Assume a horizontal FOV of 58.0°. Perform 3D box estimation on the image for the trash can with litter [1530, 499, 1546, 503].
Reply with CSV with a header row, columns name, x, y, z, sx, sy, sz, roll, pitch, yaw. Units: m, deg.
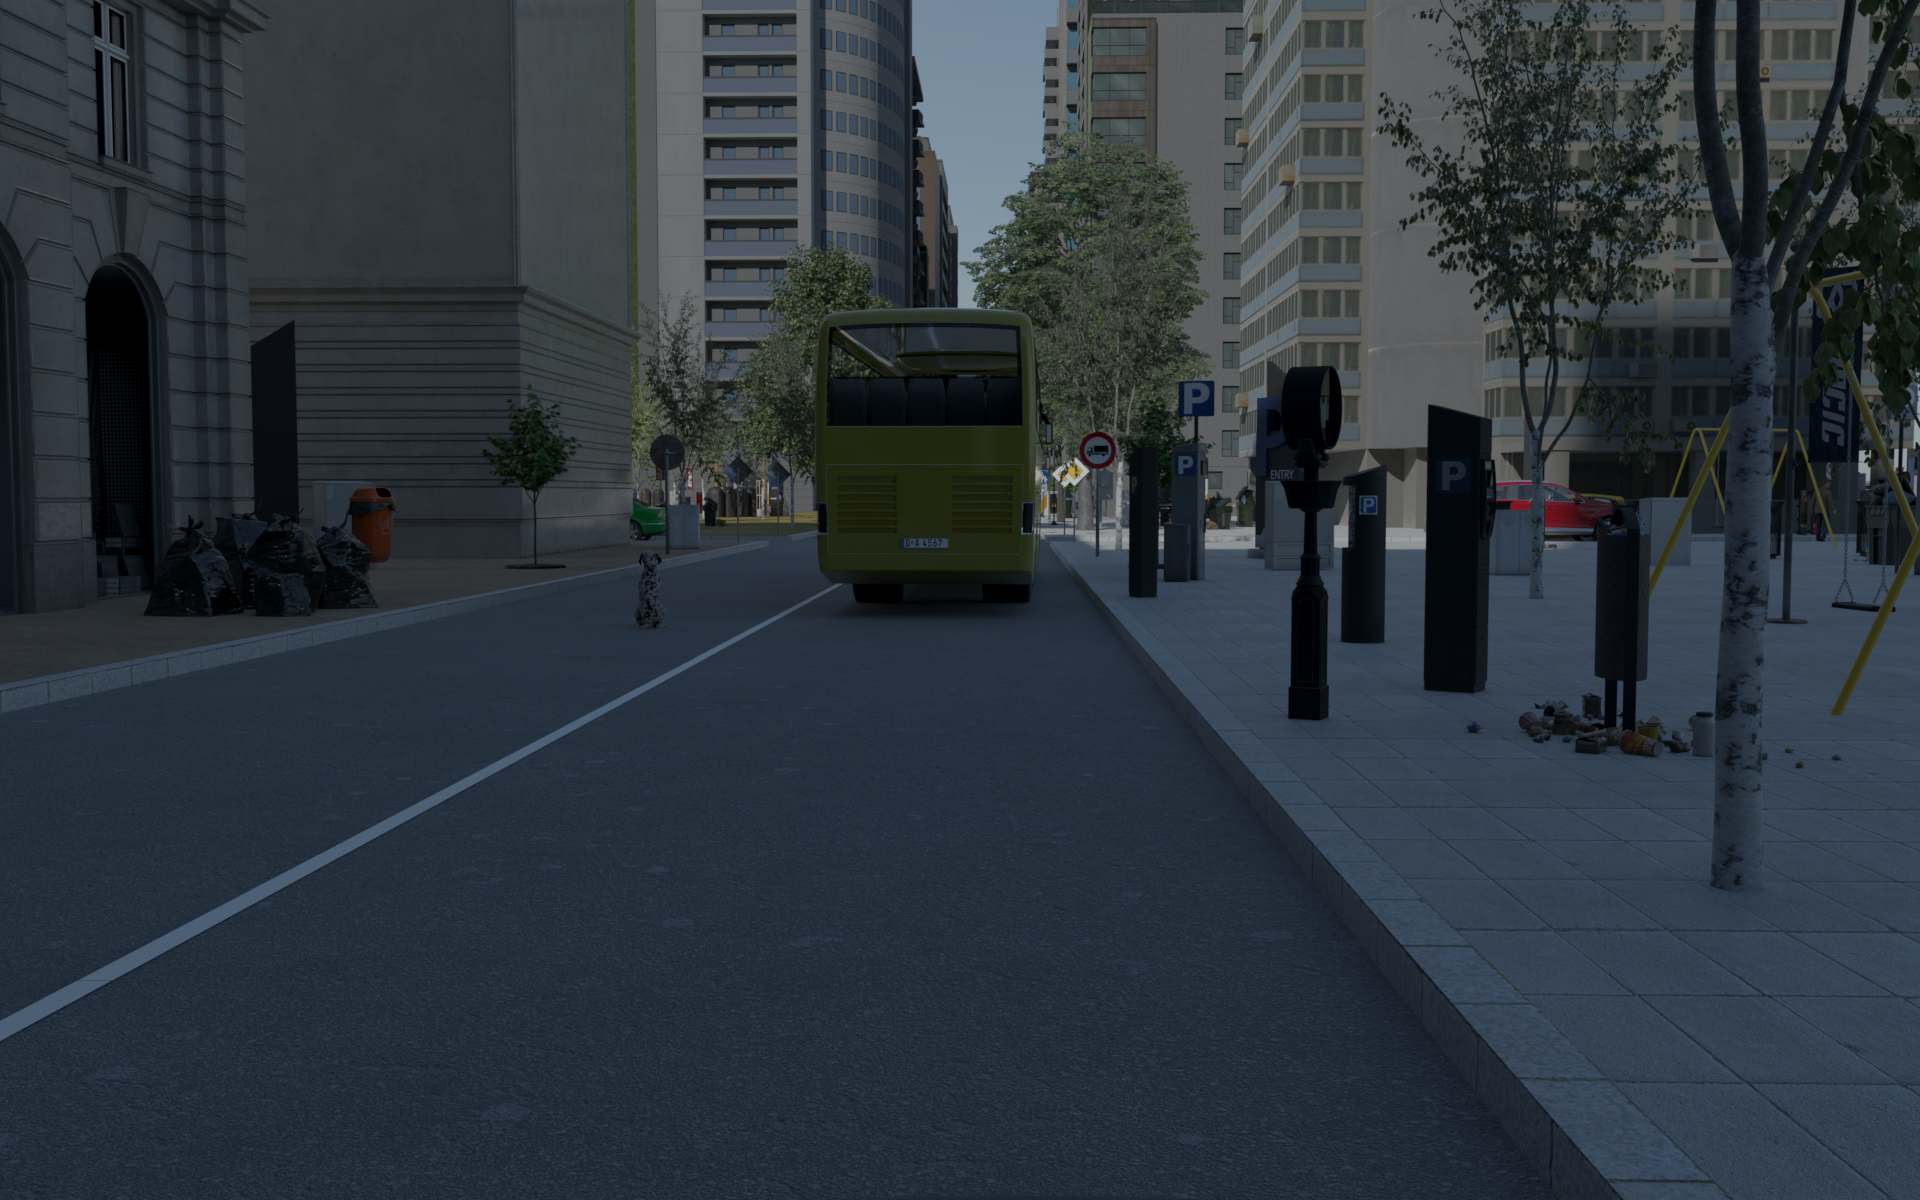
name,x,y,z,sx,sy,sz,roll,pitch,yaw
trash can with litter,13.366,-1.836,41.075,2.233,1.210,1.678,-3,4,-36

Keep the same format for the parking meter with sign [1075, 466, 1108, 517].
name,x,y,z,sx,sy,sz,roll,pitch,yaw
parking meter with sign,7.228,-6.061,95.360,1.738,3.016,0.543,1,4,12

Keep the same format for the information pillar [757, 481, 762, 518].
name,x,y,z,sx,sy,sz,roll,pitch,yaw
information pillar,-10.817,-5.469,93.908,0.304,2.012,0.304,-3,4,-38

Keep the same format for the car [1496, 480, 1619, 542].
name,x,y,z,sx,sy,sz,roll,pitch,yaw
car,16.079,-2.413,48.130,5.304,1.827,2.281,0,4,0

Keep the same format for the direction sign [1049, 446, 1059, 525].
name,x,y,z,sx,sy,sz,roll,pitch,yaw
direction sign,3.899,-4.877,71.729,0.379,3.537,0.876,0,4,0

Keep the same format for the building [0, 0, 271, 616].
name,x,y,z,sx,sy,sz,roll,pitch,yaw
building,-15.928,-10.407,11.959,13.314,21.916,24.055,0,4,2

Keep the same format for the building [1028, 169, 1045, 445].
name,x,y,z,sx,sy,sz,roll,pitch,yaw
building,25.206,-41.843,273.375,28.713,52.752,27.495,0,4,2

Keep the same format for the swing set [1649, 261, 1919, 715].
name,x,y,z,sx,sy,sz,roll,pitch,yaw
swing set,6.375,-0.842,11.384,2.862,2.851,3.119,0,4,-5

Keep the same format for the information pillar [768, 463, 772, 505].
name,x,y,z,sx,sy,sz,roll,pitch,yaw
information pillar,-13.457,-8.073,123.344,0.504,3.616,0.183,2,4,24

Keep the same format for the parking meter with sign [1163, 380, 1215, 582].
name,x,y,z,sx,sy,sz,roll,pitch,yaw
parking meter with sign,3.402,-1.815,25.934,0.543,3.016,1.738,1,4,17

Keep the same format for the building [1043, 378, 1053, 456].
name,x,y,z,sx,sy,sz,roll,pitch,yaw
building,17.624,-27.513,221.540,14.160,30.474,14.107,0,4,2

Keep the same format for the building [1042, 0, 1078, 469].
name,x,y,z,sx,sy,sz,roll,pitch,yaw
building,19.013,-33.275,163.648,23.786,49.044,30.456,0,4,2

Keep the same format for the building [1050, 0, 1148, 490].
name,x,y,z,sx,sy,sz,roll,pitch,yaw
building,17.712,-42.768,137.514,20.563,71.187,20.611,0,4,2

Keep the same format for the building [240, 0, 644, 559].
name,x,y,z,sx,sy,sz,roll,pitch,yaw
building,-18.306,-12.398,38.864,21.152,22.565,11.583,0,4,2

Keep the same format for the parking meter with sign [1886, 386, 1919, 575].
name,x,y,z,sx,sy,sz,roll,pitch,yaw
parking meter with sign,15.373,-1.885,27.078,0.543,3.016,1.738,-1,4,-18

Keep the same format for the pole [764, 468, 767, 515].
name,x,y,z,sx,sy,sz,roll,pitch,yaw
pole,-12.211,-7.009,108.442,0.158,3.312,0.155,0,3,0

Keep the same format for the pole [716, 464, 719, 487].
name,x,y,z,sx,sy,sz,roll,pitch,yaw
pole,-16.297,-7.491,116.313,0.158,3.312,0.155,0,3,0

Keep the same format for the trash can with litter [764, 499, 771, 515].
name,x,y,z,sx,sy,sz,roll,pitch,yaw
trash can with litter,-12.035,-5.844,106.934,1.055,1.170,0.624,-2,4,-25

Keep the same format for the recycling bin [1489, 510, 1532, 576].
name,x,y,z,sx,sy,sz,roll,pitch,yaw
recycling bin,8.772,-0.920,27.592,0.722,1.027,0.722,0,4,-4

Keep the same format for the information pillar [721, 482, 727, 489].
name,x,y,z,sx,sy,sz,roll,pitch,yaw
information pillar,-14.245,-6.122,104.580,0.304,2.012,0.304,-1,4,-22

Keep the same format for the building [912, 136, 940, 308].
name,x,y,z,sx,sy,sz,roll,pitch,yaw
building,-9.759,-34.894,220.631,14.600,45.320,14.200,0,4,2

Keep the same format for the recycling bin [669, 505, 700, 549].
name,x,y,z,sx,sy,sz,roll,pitch,yaw
recycling bin,-6.466,-1.714,40.578,0.722,1.027,0.722,-1,4,-9

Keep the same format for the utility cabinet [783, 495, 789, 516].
name,x,y,z,sx,sy,sz,roll,pitch,yaw
utility cabinet,-10.558,-5.570,102.236,0.306,1.237,1.020,3,5,42

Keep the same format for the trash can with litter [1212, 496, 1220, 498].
name,x,y,z,sx,sy,sz,roll,pitch,yaw
trash can with litter,10.897,-3.967,75.919,2.233,1.210,1.678,-3,5,-45

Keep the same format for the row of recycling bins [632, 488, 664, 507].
name,x,y,z,sx,sy,sz,roll,pitch,yaw
row of recycling bins,-23.151,-7.214,125.062,3.534,1.692,1.069,-1,4,-21

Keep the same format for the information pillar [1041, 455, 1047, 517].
name,x,y,z,sx,sy,sz,roll,pitch,yaw
information pillar,4.687,-6.480,97.295,0.504,3.616,0.183,-3,5,-41

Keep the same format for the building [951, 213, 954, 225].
name,x,y,z,sx,sy,sz,roll,pitch,yaw
building,-11.878,-39.789,274.248,21.300,48.544,21.600,0,4,2

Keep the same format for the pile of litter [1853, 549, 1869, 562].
name,x,y,z,sx,sy,sz,roll,pitch,yaw
pile of litter,17.912,-1.176,33.190,1.719,0.858,1.176,0,4,-5

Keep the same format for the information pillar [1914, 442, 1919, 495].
name,x,y,z,sx,sy,sz,roll,pitch,yaw
information pillar,42.744,-5.255,77.274,0.183,3.616,0.504,0,4,-4

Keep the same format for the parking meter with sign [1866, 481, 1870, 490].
name,x,y,z,sx,sy,sz,roll,pitch,yaw
parking meter with sign,52.867,-6.390,100.745,1.738,3.016,0.543,2,4,32

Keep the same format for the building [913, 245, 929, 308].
name,x,y,z,sx,sy,sz,roll,pitch,yaw
building,-10.767,-25.780,193.207,14.160,30.474,14.107,0,4,2

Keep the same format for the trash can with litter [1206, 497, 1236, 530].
name,x,y,z,sx,sy,sz,roll,pitch,yaw
trash can with litter,9.360,-3.118,62.363,1.055,1.170,0.624,-2,4,-30

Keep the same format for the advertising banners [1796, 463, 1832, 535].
name,x,y,z,sx,sy,sz,roll,pitch,yaw
advertising banners,26.946,-3.567,54.516,2.074,3.025,0.090,-2,4,-35

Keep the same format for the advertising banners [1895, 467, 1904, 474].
name,x,y,z,sx,sy,sz,roll,pitch,yaw
advertising banners,59.917,-7.089,112.097,2.074,3.025,0.090,1,4,19

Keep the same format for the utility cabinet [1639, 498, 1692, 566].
name,x,y,z,sx,sy,sz,roll,pitch,yaw
utility cabinet,12.683,-1.223,31.159,1.020,1.237,0.306,-2,4,-25

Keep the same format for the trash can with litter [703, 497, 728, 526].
name,x,y,z,sx,sy,sz,roll,pitch,yaw
trash can with litter,-9.724,-3.521,68.962,1.055,1.170,0.624,2,4,29

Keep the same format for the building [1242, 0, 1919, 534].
name,x,y,z,sx,sy,sz,roll,pitch,yaw
building,24.498,-23.178,70.845,23.993,40.220,32.217,0,4,2

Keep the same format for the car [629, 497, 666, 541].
name,x,y,z,sx,sy,sz,roll,pitch,yaw
car,-10.817,-2.557,50.611,4.718,1.807,1.959,0,4,1

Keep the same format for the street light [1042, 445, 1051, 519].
name,x,y,z,sx,sy,sz,roll,pitch,yaw
street light,4.620,-7.129,89.342,0.468,5.910,1.993,0,4,2

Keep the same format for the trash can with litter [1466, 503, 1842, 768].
name,x,y,z,sx,sy,sz,roll,pitch,yaw
trash can with litter,3.574,0.110,9.256,1.678,1.210,2.233,1,4,11

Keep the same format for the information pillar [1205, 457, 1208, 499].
name,x,y,z,sx,sy,sz,roll,pitch,yaw
information pillar,13.455,-6.377,95.612,0.504,3.616,0.183,3,4,36

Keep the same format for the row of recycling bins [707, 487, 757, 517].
name,x,y,z,sx,sy,sz,roll,pitch,yaw
row of recycling bins,-12.574,-5.458,96.356,1.069,1.692,3.534,3,4,39

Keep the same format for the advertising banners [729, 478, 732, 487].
name,x,y,z,sx,sy,sz,roll,pitch,yaw
advertising banners,-14.974,-7.311,115.729,0.090,3.025,2.074,2,4,24

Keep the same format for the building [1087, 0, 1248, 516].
name,x,y,z,sx,sy,sz,roll,pitch,yaw
building,14.688,-20.420,105.566,14.160,30.474,14.107,0,4,2

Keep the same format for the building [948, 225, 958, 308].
name,x,y,z,sx,sy,sz,roll,pitch,yaw
building,-7.476,-35.042,256.530,14.154,41.232,14.086,0,4,2

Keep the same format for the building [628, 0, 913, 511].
name,x,y,z,sx,sy,sz,roll,pitch,yaw
building,-15.164,-36.727,142.481,21.231,58.520,28.212,0,4,2

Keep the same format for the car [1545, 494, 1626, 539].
name,x,y,z,sx,sy,sz,roll,pitch,yaw
car,17.616,-2.454,50.342,3.980,1.641,2.015,0,4,3

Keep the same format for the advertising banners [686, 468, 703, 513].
name,x,y,z,sx,sy,sz,roll,pitch,yaw
advertising banners,-17.335,-7.294,115.440,2.074,3.025,0.090,1,4,20

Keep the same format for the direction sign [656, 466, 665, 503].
name,x,y,z,sx,sy,sz,roll,pitch,yaw
direction sign,-17.025,-6.519,98.586,0.379,3.537,0.876,2,4,29

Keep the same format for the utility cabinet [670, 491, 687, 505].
name,x,y,z,sx,sy,sz,roll,pitch,yaw
utility cabinet,-19.801,-6.920,121.826,1.173,1.500,0.318,-1,4,-9

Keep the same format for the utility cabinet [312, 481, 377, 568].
name,x,y,z,sx,sy,sz,roll,pitch,yaw
utility cabinet,-10.387,-1.261,29.292,0.318,1.500,1.173,1,4,23

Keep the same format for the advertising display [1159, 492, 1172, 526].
name,x,y,z,sx,sy,sz,roll,pitch,yaw
advertising display,8.267,-3.951,69.820,0.974,1.923,0.123,1,4,22

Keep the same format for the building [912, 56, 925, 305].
name,x,y,z,sx,sy,sz,roll,pitch,yaw
building,-14.901,-31.609,171.432,22.147,44.769,28.867,0,4,2

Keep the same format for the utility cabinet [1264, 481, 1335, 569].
name,x,y,z,sx,sy,sz,roll,pitch,yaw
utility cabinet,5.747,-1.259,29.269,1.173,1.500,0.318,-1,4,-20

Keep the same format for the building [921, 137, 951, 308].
name,x,y,z,sx,sy,sz,roll,pitch,yaw
building,-12.646,-37.611,238.636,21.300,48.544,21.600,0,4,2
